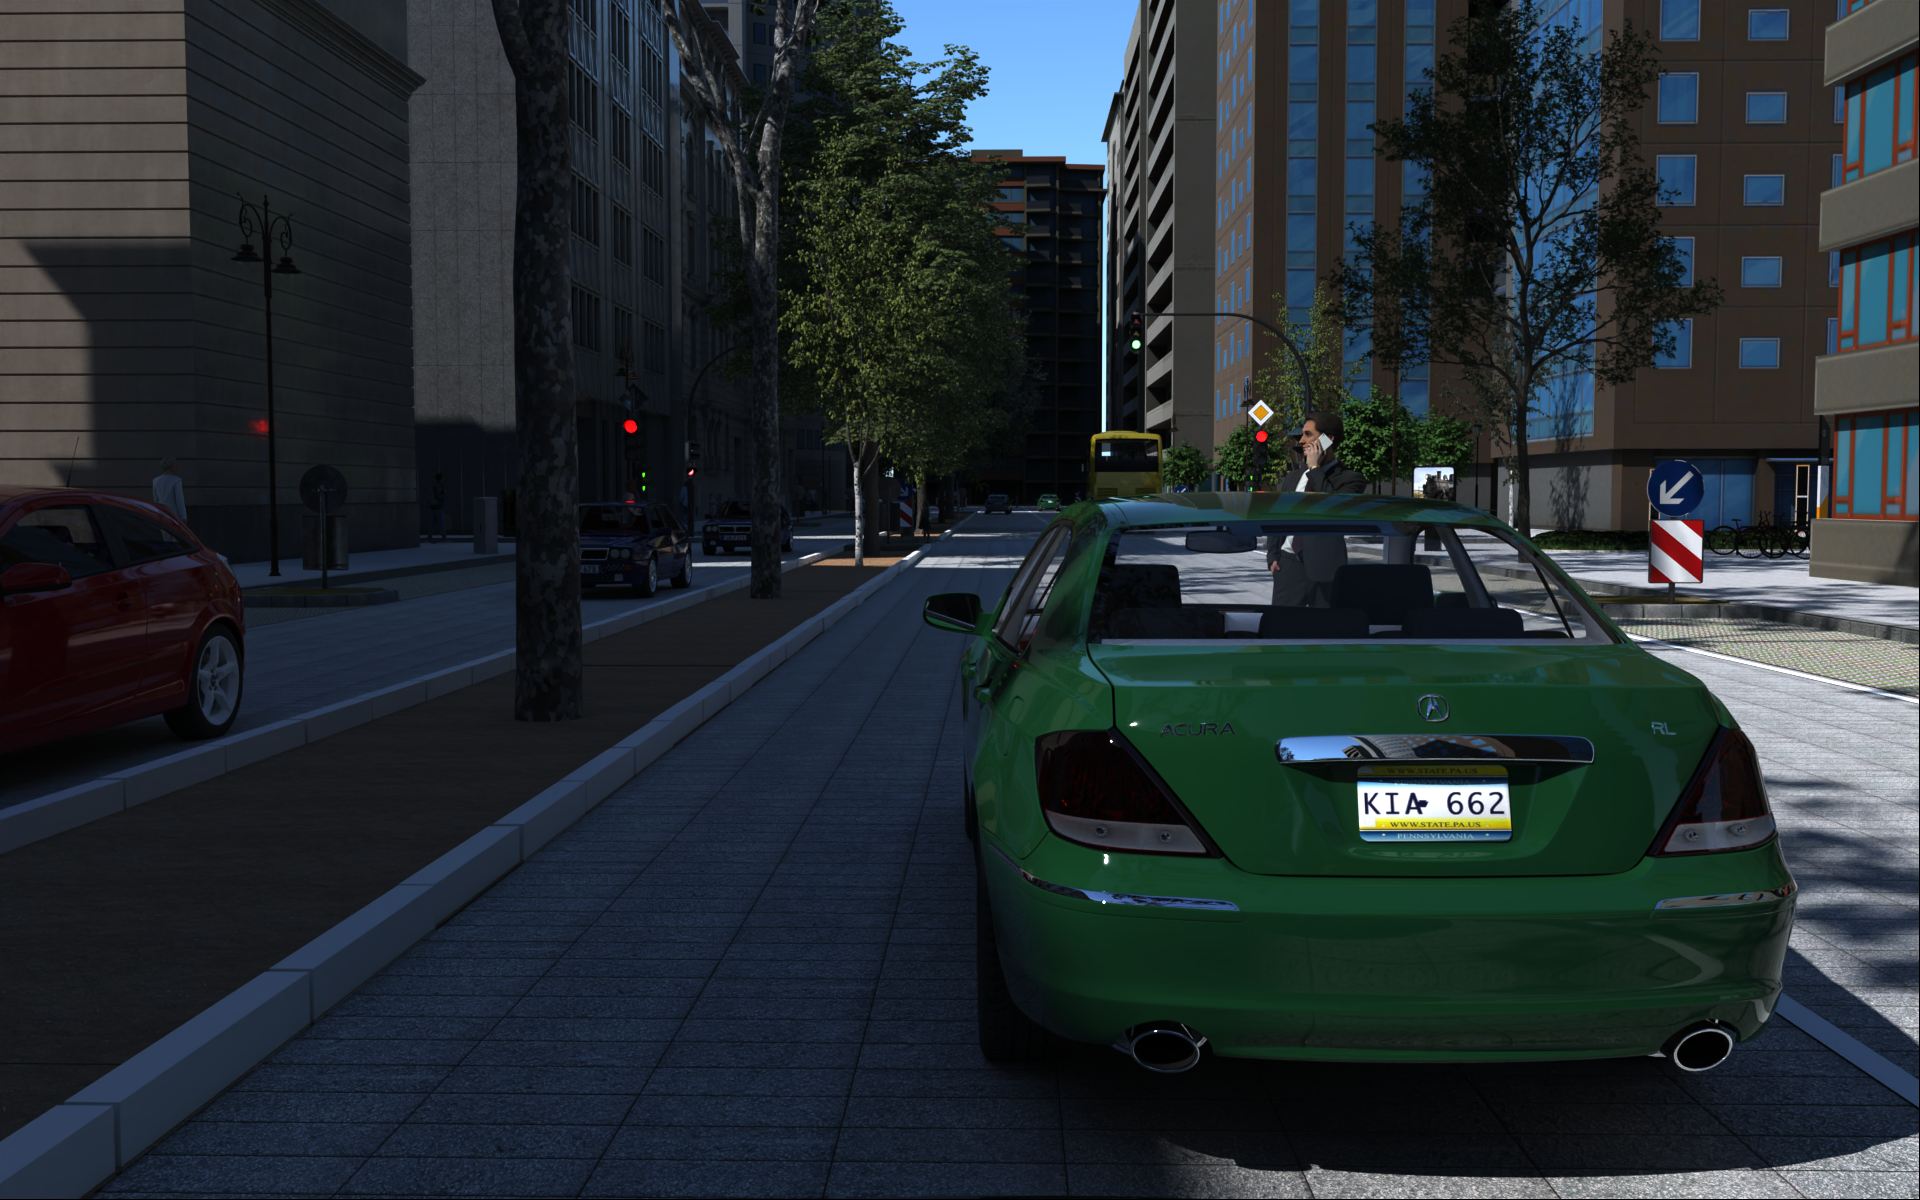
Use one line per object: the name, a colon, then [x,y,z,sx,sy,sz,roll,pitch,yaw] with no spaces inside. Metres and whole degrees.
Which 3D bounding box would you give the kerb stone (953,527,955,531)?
kerb stone: [-0.358,-2.506,63.163,0.120,0.150,1.000,0,4,1]

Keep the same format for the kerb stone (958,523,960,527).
kerb stone: [-0.176,-2.944,70.333,0.120,0.150,1.000,0,4,1]

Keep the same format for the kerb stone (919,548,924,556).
kerb stone: [-0.954,-1.027,39.016,0.120,0.150,1.000,0,4,1]

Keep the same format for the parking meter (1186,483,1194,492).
parking meter: [11.688,-5.036,88.051,0.399,1.863,0.255,-2,4,-35]

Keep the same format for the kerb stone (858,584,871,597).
kerb stone: [-1.343,-0.090,23.664,0.120,0.150,1.000,0,4,1]

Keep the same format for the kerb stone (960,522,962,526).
kerb stone: [-0.099,-3.132,73.404,0.120,0.150,1.000,0,4,1]

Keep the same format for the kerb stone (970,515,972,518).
kerb stone: [0.453,-4.513,95.984,0.120,0.150,1.000,0,4,1]

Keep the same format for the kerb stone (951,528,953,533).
kerb stone: [-0.399,-2.379,61.107,0.120,0.150,1.000,0,4,1]

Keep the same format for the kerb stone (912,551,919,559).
kerb stone: [-1.008,-0.900,36.973,0.120,0.150,1.000,0,4,1]

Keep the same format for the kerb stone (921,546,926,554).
kerb stone: [-0.928,-1.092,40.044,0.120,0.150,1.000,0,4,1]

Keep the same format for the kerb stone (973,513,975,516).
kerb stone: [0.667,-5.015,104.191,0.120,0.150,1.000,0,4,1]

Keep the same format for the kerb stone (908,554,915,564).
kerb stone: [-1.054,-0.779,34.927,0.120,0.150,1.000,0,4,1]

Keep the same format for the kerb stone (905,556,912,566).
kerb stone: [-1.079,-0.716,33.900,0.120,0.150,1.000,0,4,1]

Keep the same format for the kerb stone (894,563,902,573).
kerb stone: [-1.172,-0.524,30.832,0.120,0.150,1.000,0,4,1]

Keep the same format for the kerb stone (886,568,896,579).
kerb stone: [-1.203,-0.396,28.786,0.120,0.150,1.000,0,4,1]

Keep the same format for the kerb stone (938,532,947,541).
kerb stone: [-0.554,-2.001,54.947,0.120,0.150,1.000,0,4,1]

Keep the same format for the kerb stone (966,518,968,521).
kerb stone: [0.183,-3.822,84.685,0.120,0.150,1.000,0,4,1]

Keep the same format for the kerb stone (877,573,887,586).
kerb stone: [-1.265,-0.277,26.735,0.120,0.150,1.000,0,4,1]

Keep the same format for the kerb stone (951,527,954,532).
kerb stone: [-0.379,-2.443,62.134,0.120,0.150,1.000,0,4,1]

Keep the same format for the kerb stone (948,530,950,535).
kerb stone: [-0.484,-2.192,58.026,0.120,0.150,1.000,0,4,1]

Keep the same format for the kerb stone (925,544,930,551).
kerb stone: [-0.876,-1.217,42.098,0.120,0.150,1.000,0,4,1]

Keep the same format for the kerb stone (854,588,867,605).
kerb stone: [-1.355,-0.020,22.642,0.120,0.150,1.000,0,4,1]

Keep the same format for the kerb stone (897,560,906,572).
kerb stone: [-1.127,-0.591,31.854,0.120,0.150,1.000,0,4,1]

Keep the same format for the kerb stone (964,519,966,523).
kerb stone: [0.082,-3.570,80.587,0.120,0.150,1.000,0,4,1]

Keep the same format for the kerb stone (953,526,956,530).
kerb stone: [-0.330,-2.568,64.187,0.120,0.150,1.000,0,4,1]

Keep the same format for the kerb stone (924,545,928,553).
kerb stone: [-0.909,-1.154,41.067,0.120,0.150,1.000,0,4,1]

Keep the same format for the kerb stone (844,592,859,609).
kerb stone: [-1.392,0.036,21.613,0.120,0.150,1.000,0,4,1]

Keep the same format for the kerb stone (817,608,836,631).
kerb stone: [-1.459,0.225,18.520,0.120,0.150,1.000,0,4,1]

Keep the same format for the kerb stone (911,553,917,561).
kerb stone: [-1.029,-0.841,35.948,0.120,0.150,1.000,0,4,1]

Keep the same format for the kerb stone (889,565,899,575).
kerb stone: [-1.187,-0.462,29.807,0.120,0.150,1.000,0,4,1]

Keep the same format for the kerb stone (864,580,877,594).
kerb stone: [-1.317,-0.152,24.686,0.120,0.150,1.000,0,4,1]

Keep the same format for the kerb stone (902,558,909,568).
kerb stone: [-1.104,-0.653,32.875,0.120,0.150,1.000,0,4,1]

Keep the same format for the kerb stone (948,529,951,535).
kerb stone: [-0.458,-2.254,59.050,0.120,0.150,1.000,0,4,1]

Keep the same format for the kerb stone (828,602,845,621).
kerb stone: [-1.439,0.162,19.552,0.120,0.150,1.000,0,4,1]

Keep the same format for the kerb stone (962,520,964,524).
kerb stone: [0.002,-3.383,77.507,0.120,0.150,1.000,0,4,1]

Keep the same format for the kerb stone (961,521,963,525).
kerb stone: [-0.050,-3.258,75.458,0.120,0.150,1.000,0,4,1]

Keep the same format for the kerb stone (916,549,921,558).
kerb stone: [-0.986,-0.966,37.995,0.120,0.150,1.000,0,4,1]

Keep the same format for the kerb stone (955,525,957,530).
kerb stone: [-0.278,-2.694,66.235,0.120,0.150,1.000,0,4,1]

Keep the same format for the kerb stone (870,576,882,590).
kerb stone: [-1.293,-0.215,25.707,0.120,0.150,1.000,0,4,1]

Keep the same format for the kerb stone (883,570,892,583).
kerb stone: [-1.231,-0.340,27.759,0.120,0.150,1.000,0,4,1]

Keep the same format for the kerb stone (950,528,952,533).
kerb stone: [-0.434,-2.314,60.082,0.120,0.150,1.000,0,4,1]

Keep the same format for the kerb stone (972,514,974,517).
kerb stone: [0.584,-4.827,101.116,0.120,0.150,1.000,0,4,1]

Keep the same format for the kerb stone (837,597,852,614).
kerb stone: [-1.413,0.103,20.578,0.120,0.150,1.000,0,4,1]

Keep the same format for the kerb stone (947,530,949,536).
kerb stone: [-0.506,-2.129,57.004,0.120,0.150,1.000,0,4,1]

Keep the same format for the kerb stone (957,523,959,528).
kerb stone: [-0.206,-2.882,69.311,0.120,0.150,1.000,0,4,1]

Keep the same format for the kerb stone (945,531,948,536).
kerb stone: [-0.544,-2.063,55.972,0.120,0.150,1.000,0,4,1]
